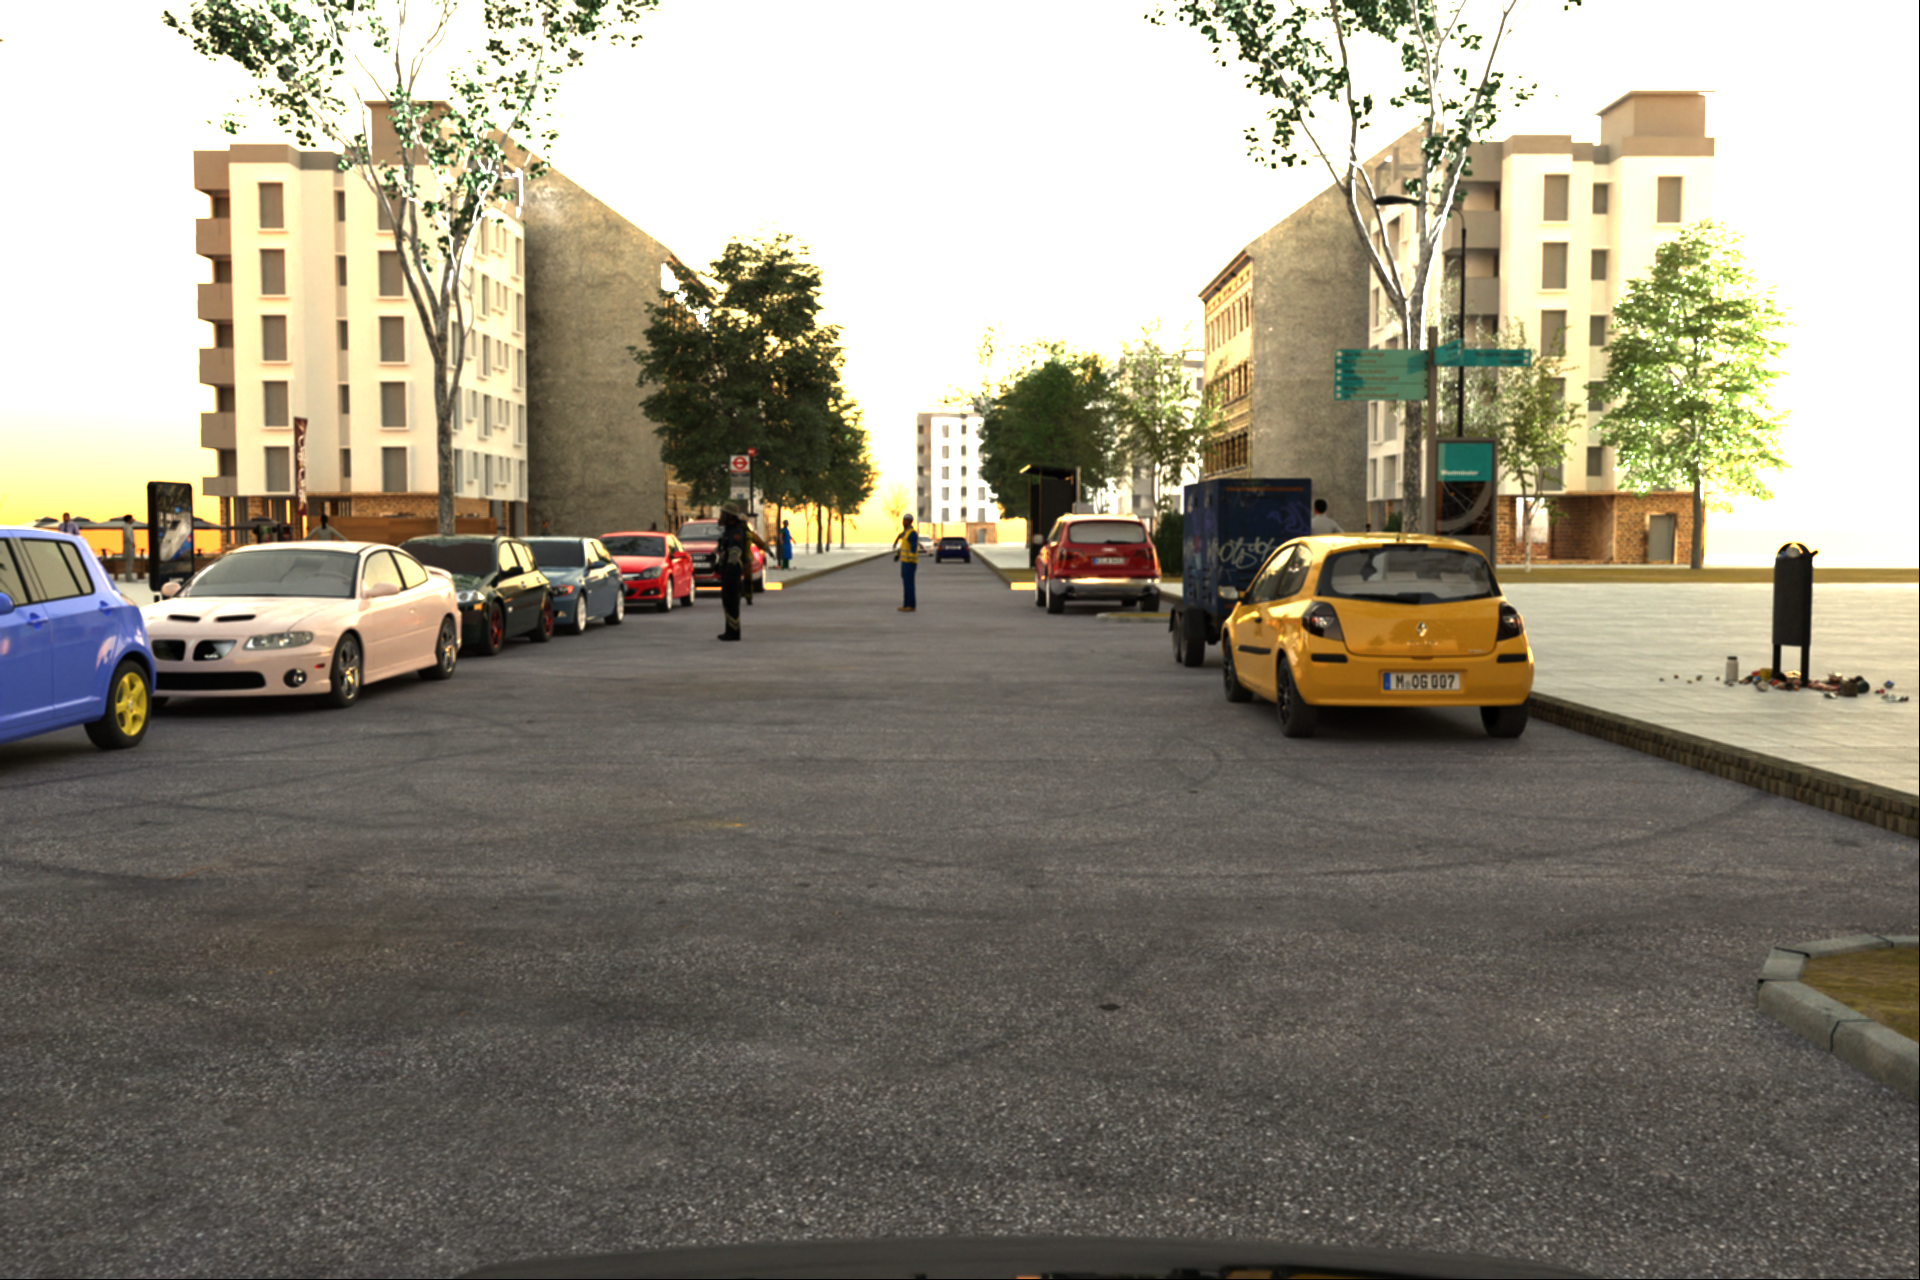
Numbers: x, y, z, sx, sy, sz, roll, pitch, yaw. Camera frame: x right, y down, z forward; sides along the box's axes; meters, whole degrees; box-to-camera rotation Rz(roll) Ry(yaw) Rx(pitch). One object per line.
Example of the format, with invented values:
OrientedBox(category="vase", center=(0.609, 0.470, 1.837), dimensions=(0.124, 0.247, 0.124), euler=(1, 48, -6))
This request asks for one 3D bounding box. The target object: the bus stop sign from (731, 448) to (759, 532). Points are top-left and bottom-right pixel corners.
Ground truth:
OrientedBox(category="bus stop sign", center=(-6.663, -3.973, 53.657), dimensions=(0.855, 3.939, 0.416), euler=(0, 3, 0))

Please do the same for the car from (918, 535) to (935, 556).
OrientedBox(category="car", center=(-2.657, -6.174, 113.301), dimensions=(2.083, 1.381, 4.827), euler=(0, 4, -1))

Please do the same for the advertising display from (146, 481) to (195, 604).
OrientedBox(category="advertising display", center=(-9.701, -0.986, 21.327), dimensions=(0.123, 1.923, 0.974), euler=(0, 4, 1))

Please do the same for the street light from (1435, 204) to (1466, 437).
OrientedBox(category="street light", center=(7.460, -3.143, 23.928), dimensions=(1.470, 5.913, 1.316), euler=(0, 4, -1))

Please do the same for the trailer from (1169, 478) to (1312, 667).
OrientedBox(category="trailer", center=(3.115, -0.775, 19.727), dimensions=(1.471, 1.999, 3.904), euler=(0, 4, 0))

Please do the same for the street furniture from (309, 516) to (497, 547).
OrientedBox(category="street furniture", center=(-16.171, -2.469, 47.216), dimensions=(11.010, 1.723, 9.812), euler=(-1, 4, -18))

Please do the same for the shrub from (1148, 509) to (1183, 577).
OrientedBox(category="shrub", center=(6.358, -2.909, 51.606), dimensions=(1.661, 2.075, 1.752), euler=(0, 3, 0))

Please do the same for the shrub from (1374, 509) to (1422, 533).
OrientedBox(category="shrub", center=(14.073, -3.159, 55.695), dimensions=(1.661, 2.075, 1.752), euler=(0, 3, 0))

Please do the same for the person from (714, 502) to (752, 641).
OrientedBox(category="person", center=(-3.124, -0.926, 23.374), dimensions=(0.705, 1.856, 1.354), euler=(-1, 4, -15))

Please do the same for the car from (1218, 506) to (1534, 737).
OrientedBox(category="car", center=(3.123, -0.208, 13.625), dimensions=(2.015, 1.641, 3.980), euler=(0, 3, 0))

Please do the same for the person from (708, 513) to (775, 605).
OrientedBox(category="person", center=(-4.408, -1.642, 35.073), dimensions=(1.354, 1.858, 0.705), euler=(0, 4, 2))

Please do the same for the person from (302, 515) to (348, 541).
OrientedBox(category="person", center=(-14.668, -2.029, 40.012), dimensions=(1.217, 1.735, 0.721), euler=(-1, 4, -18))

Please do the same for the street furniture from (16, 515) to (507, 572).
OrientedBox(category="street furniture", center=(-30.790, -3.367, 60.078), dimensions=(27.439, 1.986, 14.083), euler=(0, 4, 4))

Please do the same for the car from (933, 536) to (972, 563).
OrientedBox(category="car", center=(-0.362, -4.548, 86.933), dimensions=(1.945, 1.354, 3.894), euler=(0, 4, -1))

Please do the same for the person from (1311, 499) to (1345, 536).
OrientedBox(category="person", center=(5.452, -1.234, 26.331), dimensions=(1.344, 1.810, 0.704), euler=(-1, 4, -12))

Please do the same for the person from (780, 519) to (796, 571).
OrientedBox(category="person", center=(-6.093, -3.352, 60.926), dimensions=(0.704, 1.817, 1.347), euler=(1, 4, 16))

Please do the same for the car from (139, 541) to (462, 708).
OrientedBox(category="car", center=(-5.956, -0.207, 15.742), dimensions=(2.083, 1.381, 4.827), euler=(0, 3, 0))

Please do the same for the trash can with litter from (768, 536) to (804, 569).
OrientedBox(category="trash can with litter", center=(-6.513, -3.231, 63.876), dimensions=(1.678, 1.210, 2.233), euler=(0, 3, 0))

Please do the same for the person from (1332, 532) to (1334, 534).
OrientedBox(category="person", center=(7.779, -1.593, 35.315), dimensions=(0.697, 1.427, 0.421), euler=(-1, 4, -11))

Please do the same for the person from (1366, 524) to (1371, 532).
OrientedBox(category="person", center=(18.102, -4.257, 76.329), dimensions=(0.721, 1.740, 1.216), euler=(1, 4, 19))

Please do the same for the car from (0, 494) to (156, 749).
OrientedBox(category="car", center=(-6.375, -0.043, 10.301), dimensions=(1.945, 1.707, 3.694), euler=(0, 4, 0))

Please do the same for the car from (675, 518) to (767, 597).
OrientedBox(category="car", center=(-5.816, -1.983, 41.092), dimensions=(2.281, 1.827, 5.304), euler=(0, 4, 0))

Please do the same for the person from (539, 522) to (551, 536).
OrientedBox(category="person", center=(-17.302, -4.043, 72.377), dimensions=(0.705, 1.796, 1.348), euler=(1, 4, 15))

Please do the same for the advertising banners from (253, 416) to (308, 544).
OrientedBox(category="advertising banners", center=(-9.883, -1.781, 25.311), dimensions=(0.090, 3.025, 2.074), euler=(0, 3, 0))

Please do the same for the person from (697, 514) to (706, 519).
OrientedBox(category="person", center=(-7.293, -2.635, 49.018), dimensions=(0.705, 1.837, 1.347), euler=(0, 4, 6))

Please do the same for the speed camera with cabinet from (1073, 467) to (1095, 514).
OrientedBox(category="speed camera with cabinet", center=(3.667, -3.411, 50.110), dimensions=(0.660, 3.252, 2.038), euler=(0, 4, -2))

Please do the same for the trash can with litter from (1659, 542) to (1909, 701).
OrientedBox(category="trash can with litter", center=(6.949, -0.198, 14.297), dimensions=(1.678, 1.210, 2.233), euler=(0, 3, 0))

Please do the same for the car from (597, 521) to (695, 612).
OrientedBox(category="car", center=(-6.198, -1.465, 32.995), dimensions=(2.155, 1.783, 4.494), euler=(0, 3, 0))

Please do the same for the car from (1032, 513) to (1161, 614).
OrientedBox(category="car", center=(2.546, -1.473, 32.763), dimensions=(2.281, 1.827, 5.304), euler=(0, 4, -1))

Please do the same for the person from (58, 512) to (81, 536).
OrientedBox(category="person", center=(-22.897, -2.349, 44.312), dimensions=(0.709, 1.838, 0.599), euler=(0, 4, 4))

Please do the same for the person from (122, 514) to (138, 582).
OrientedBox(category="person", center=(-22.047, -2.437, 46.037), dimensions=(0.705, 1.806, 1.347), euler=(-2, 4, -27))

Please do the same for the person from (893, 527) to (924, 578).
OrientedBox(category="person", center=(-1.737, -2.948, 56.779), dimensions=(1.348, 1.813, 0.705), euler=(3, 5, 40))

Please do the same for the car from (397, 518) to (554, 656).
OrientedBox(category="car", center=(-6.304, -0.722, 21.596), dimensions=(2.009, 1.686, 4.222), euler=(0, 3, 0))

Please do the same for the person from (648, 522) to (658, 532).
OrientedBox(category="person", center=(-13.476, -4.292, 76.295), dimensions=(0.705, 1.813, 1.348), euler=(3, 4, 36))

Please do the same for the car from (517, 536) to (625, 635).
OrientedBox(category="car", center=(-6.233, -0.864, 26.134), dimensions=(2.014, 1.417, 4.499), euler=(0, 4, 0))

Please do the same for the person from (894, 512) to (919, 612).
OrientedBox(category="person", center=(-0.982, -1.451, 32.144), dimensions=(0.705, 1.833, 1.349), euler=(-1, 4, -14))
